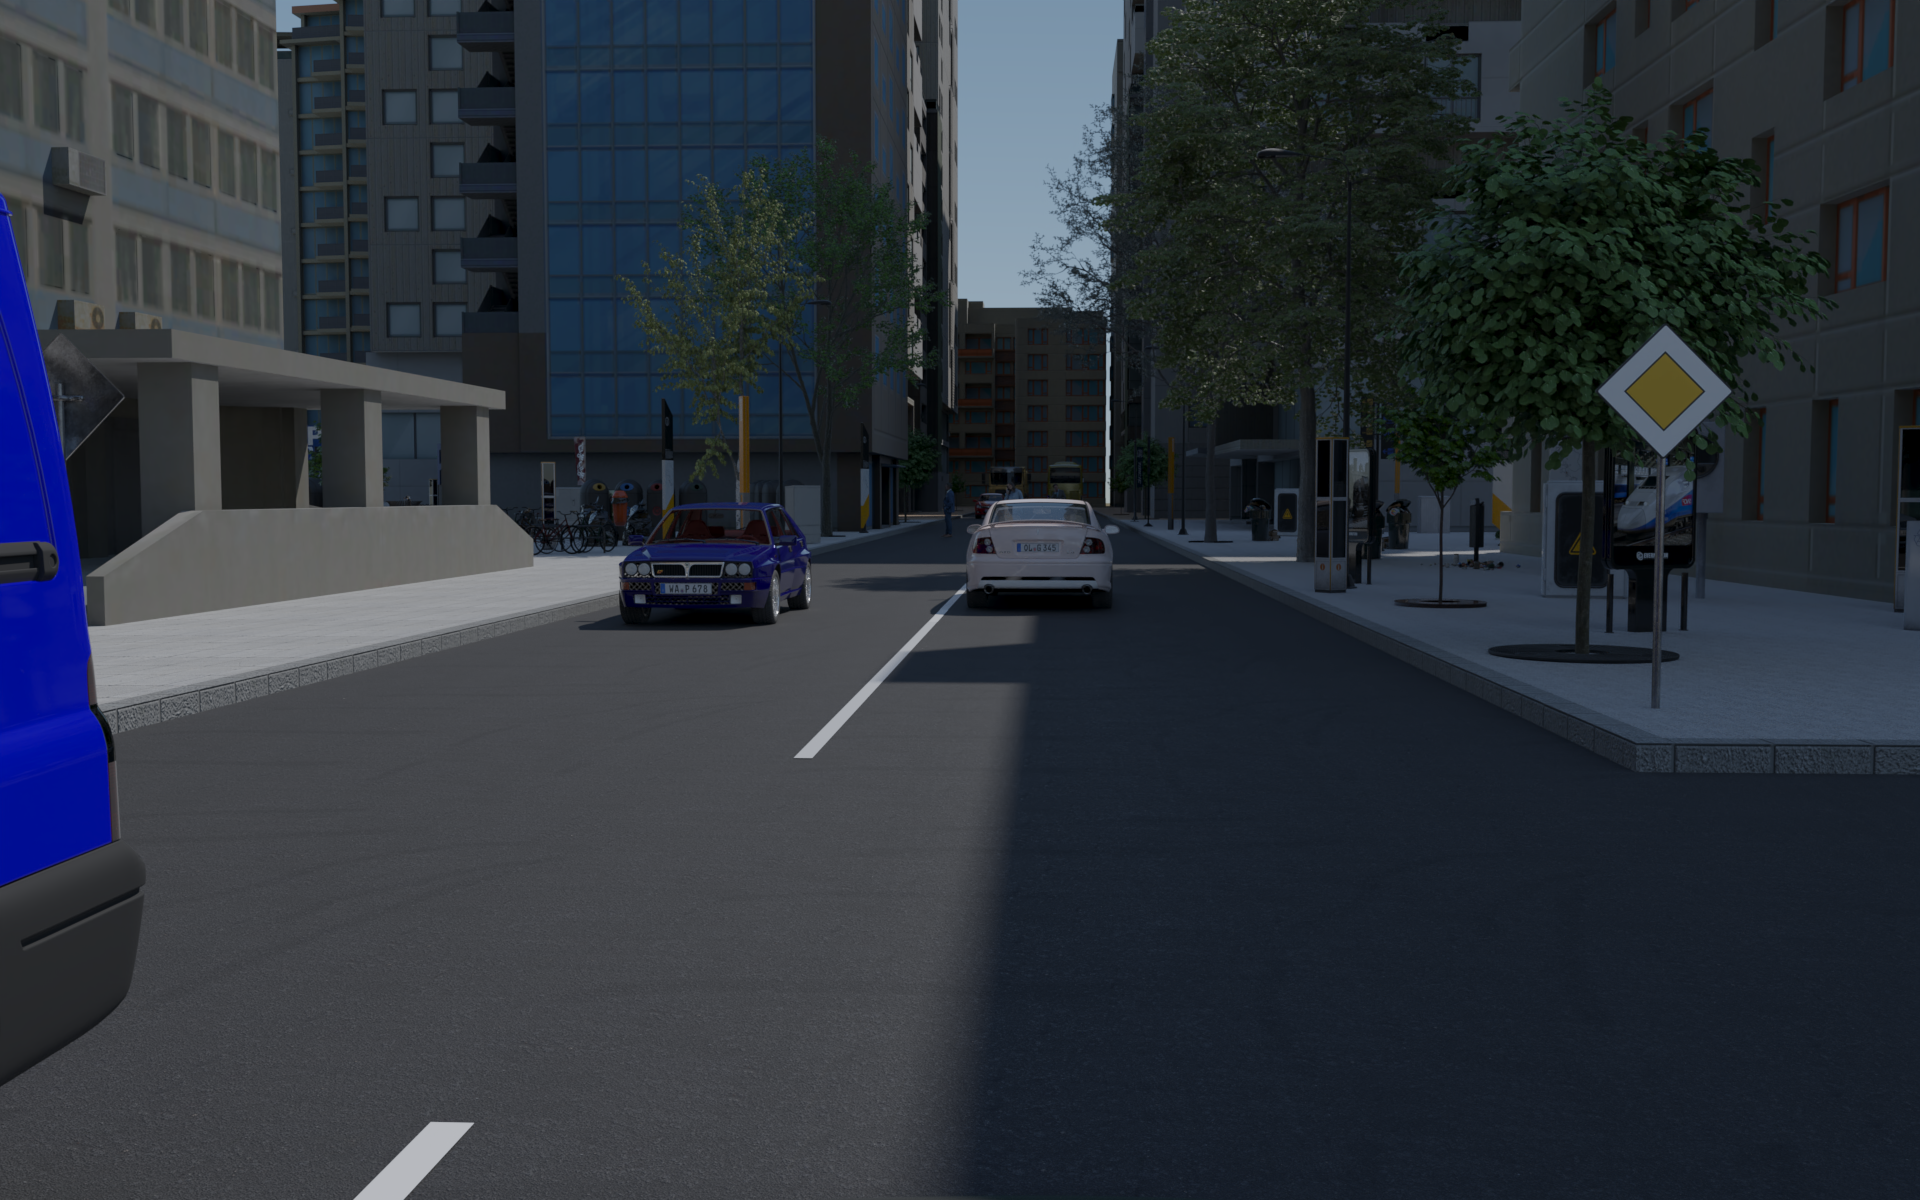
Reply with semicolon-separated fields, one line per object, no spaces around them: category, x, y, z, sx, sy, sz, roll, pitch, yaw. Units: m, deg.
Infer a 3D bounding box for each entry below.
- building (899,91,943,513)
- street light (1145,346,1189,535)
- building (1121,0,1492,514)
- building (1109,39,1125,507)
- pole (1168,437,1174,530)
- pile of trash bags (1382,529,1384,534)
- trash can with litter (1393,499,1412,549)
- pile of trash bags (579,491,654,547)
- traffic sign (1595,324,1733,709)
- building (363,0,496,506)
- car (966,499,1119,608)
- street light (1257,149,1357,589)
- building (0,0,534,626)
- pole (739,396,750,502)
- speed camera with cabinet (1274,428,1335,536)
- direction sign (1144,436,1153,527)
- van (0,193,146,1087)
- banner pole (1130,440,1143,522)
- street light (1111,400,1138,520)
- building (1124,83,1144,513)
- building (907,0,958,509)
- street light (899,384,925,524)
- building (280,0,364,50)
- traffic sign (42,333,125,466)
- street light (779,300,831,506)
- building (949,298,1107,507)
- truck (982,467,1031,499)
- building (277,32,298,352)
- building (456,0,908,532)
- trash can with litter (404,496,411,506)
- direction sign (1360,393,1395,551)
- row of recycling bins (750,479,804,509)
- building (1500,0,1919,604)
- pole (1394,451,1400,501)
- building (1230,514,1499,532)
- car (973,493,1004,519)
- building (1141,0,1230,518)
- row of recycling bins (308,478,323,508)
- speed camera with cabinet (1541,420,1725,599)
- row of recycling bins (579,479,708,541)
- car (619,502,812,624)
building;-8.692;-21.398;121.562;14.160;30.474;14.107;0;4;3
street light;6.485;-5.005;54.373;1.470;5.913;1.316;0;4;3
building;27.538;-33.992;145.000;28.713;52.752;27.495;0;4;3
building;26.185;-33.899;177.945;21.600;48.544;21.300;0;4;3
pole;7.567;-4.174;62.085;0.158;3.312;0.155;0;3;0
pile of trash bags;11.956;-2.839;56.176;3.447;1.369;1.912;0;4;5
trash can with litter;10.068;-1.774;40.398;0.624;1.170;1.055;-1;4;-17
pile of trash bags;-8.643;-2.082;43.785;1.912;1.369;3.447;-1;4;-10
traffic sign;4.161;-0.408;10.307;0.795;2.450;0.064;0;4;3
building;-16.385;-31.270;100.508;28.713;52.752;27.495;0;4;3
car;1.098;-0.661;23.170;2.083;1.381;4.827;0;4;4
street light;4.692;-3.113;23.441;1.470;5.913;1.316;0;4;3
building;-24.007;-20.275;23.381;32.217;40.220;23.993;0;4;3
pole;-4.501;-2.589;36.173;0.158;3.312;0.155;0;3;0
speed camera with cabinet;10.531;-3.544;52.284;2.038;3.252;0.660;3;4;37
direction sign;7.447;-4.673;68.401;0.379;3.537;0.876;0;4;1
van;-2.683;0.209;0.973;2.240;2.365;5.245;0;4;1
banner pole;8.271;-5.542;80.627;0.401;3.779;0.863;3;5;42
street light;8.108;-6.897;85.314;1.470;5.913;1.316;0;4;3
building;18.914;-21.613;125.071;14.160;30.474;14.107;0;4;3
building;-13.851;-34.093;146.666;27.495;52.752;28.713;0;4;3
street light;-2.151;-6.142;72.955;1.470;5.913;1.316;0;4;3
building;-41.818;-30.396;151.595;28.867;44.769;22.147;0;4;3
traffic sign;-5.617;-0.441;10.860;0.795;2.450;0.064;0;4;3
street light;-3.773;-4.224;41.606;1.470;5.913;1.316;0;4;3
building;0.699;-20.761;184.487;28.899;21.520;27.650;0;4;3
truck;3.522;-7.909;125.232;3.469;3.379;9.791;0;4;4
building;-63.186;-28.939;156.748;14.086;41.232;14.154;0;4;3
building;-9.454;-25.343;64.467;14.600;45.320;14.200;0;4;3
trash can with litter;-21.960;-3.541;68.948;1.678;1.210;2.233;-2;4;-29
direction sign;9.363;-2.867;38.865;0.876;3.537;0.379;3;5;44
row of recycling bins;-5.261;-2.583;49.342;1.069;1.692;3.534;-2;4;-24
building;25.595;-10.886;23.028;28.899;21.520;27.650;0;4;3
pole;14.482;-3.885;57.368;0.158;3.312;0.155;0;3;0
building;23.520;-29.401;69.948;28.713;52.752;27.495;0;4;3
car;1.860;-5.686;102.009;2.155;1.783;4.494;0;4;4
building;21.482;-34.307;102.923;21.231;58.520;28.212;0;4;3
row of recycling bins;-16.349;-2.173;42.643;3.534;1.692;1.069;1;4;14
speed camera with cabinet;8.248;-1.647;21.266;2.038;3.252;0.660;1;4;17
row of recycling bins;-8.729;-2.488;47.784;3.534;1.692;1.069;0;4;-3
car;-2.805;-0.474;20.333;1.945;1.354;3.894;0;4;3
